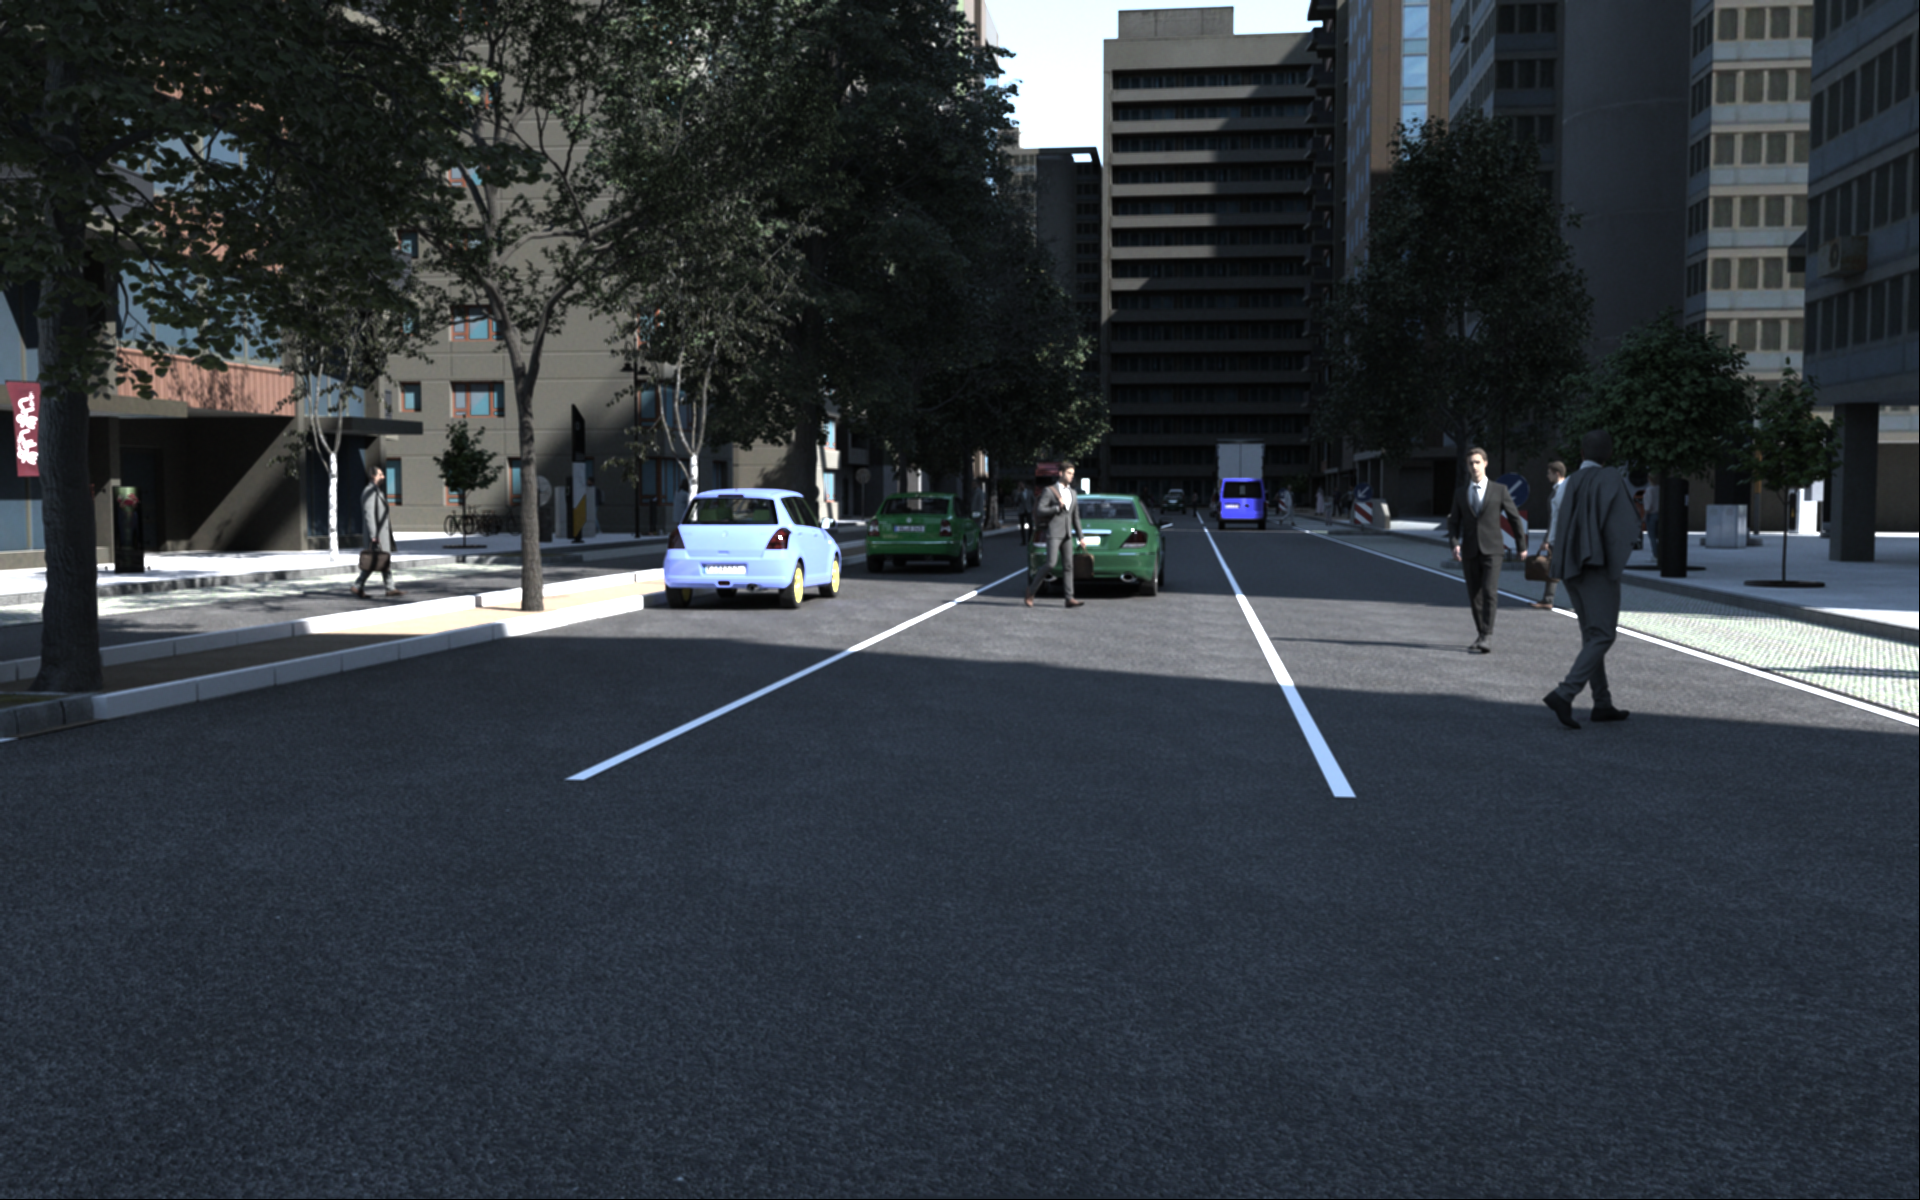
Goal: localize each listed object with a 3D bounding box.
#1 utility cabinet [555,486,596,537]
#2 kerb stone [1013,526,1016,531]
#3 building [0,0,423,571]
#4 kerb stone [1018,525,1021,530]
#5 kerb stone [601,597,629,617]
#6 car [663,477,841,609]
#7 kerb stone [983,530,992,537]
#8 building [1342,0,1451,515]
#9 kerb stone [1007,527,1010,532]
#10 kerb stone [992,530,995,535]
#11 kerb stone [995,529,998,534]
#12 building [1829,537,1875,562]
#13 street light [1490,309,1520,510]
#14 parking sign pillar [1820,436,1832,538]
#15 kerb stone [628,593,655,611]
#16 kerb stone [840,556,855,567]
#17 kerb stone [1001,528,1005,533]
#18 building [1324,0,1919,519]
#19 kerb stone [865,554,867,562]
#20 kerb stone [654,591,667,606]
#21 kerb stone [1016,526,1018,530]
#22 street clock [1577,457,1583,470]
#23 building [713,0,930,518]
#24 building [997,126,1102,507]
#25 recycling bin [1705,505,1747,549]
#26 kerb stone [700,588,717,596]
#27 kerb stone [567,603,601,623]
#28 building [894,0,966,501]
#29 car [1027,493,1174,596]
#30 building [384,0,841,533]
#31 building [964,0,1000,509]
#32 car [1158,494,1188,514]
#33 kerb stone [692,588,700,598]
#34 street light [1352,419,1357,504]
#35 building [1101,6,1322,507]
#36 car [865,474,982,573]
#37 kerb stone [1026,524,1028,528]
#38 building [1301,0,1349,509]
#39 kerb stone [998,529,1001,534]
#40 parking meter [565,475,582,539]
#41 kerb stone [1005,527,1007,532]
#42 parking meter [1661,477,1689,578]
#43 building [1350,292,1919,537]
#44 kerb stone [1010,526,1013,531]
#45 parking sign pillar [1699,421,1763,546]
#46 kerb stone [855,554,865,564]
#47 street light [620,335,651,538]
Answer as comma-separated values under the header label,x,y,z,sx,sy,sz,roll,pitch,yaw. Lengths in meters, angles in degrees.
label,x,y,z,sx,sy,sz,roll,pitch,yaw
utility cabinet,-11.314,-2.583,50.914,1.173,1.500,0.318,-3,5,-42
kerb stone,1.959,-2.761,67.380,0.120,0.150,1.000,0,4,7
building,-24.758,-23.232,34.464,22.147,44.769,28.867,0,4,7
kerb stone,2.226,-2.888,69.420,0.120,0.150,1.000,0,4,7
kerb stone,-4.181,0.099,20.592,0.120,0.150,1.000,0,4,7
car,-2.669,-0.818,22.961,1.945,1.707,3.694,0,4,7
kerb stone,0.892,-2.267,59.257,0.120,0.150,1.000,0,4,7
building,29.139,-27.274,96.041,14.600,45.320,14.200,0,4,7
kerb stone,1.692,-2.635,65.342,0.120,0.150,1.000,0,4,7
kerb stone,1.029,-2.329,60.272,0.120,0.150,1.000,0,4,7
kerb stone,1.156,-2.391,61.288,0.120,0.150,1.000,0,4,7
building,26.702,-20.168,21.628,23.993,40.220,32.217,0,4,7
street light,13.651,-4.324,43.480,0.468,5.910,1.993,0,4,7
parking sign pillar,25.919,-3.792,50.472,1.447,3.967,1.447,-2,4,-33
kerb stone,-4.045,0.035,21.623,0.120,0.150,1.000,0,4,7
kerb stone,-2.309,-0.774,34.843,0.120,0.150,1.000,0,4,7
kerb stone,1.431,-2.515,63.314,0.120,0.150,1.000,0,4,7
building,41.065,-25.823,114.086,32.217,40.220,23.993,0,4,7
kerb stone,-2.043,-0.894,36.892,0.120,0.150,1.000,0,4,7
kerb stone,-3.912,-0.027,22.639,0.120,0.150,1.000,0,4,7
kerb stone,2.090,-2.825,68.393,0.120,0.150,1.000,0,4,7
street clock,11.888,-1.722,32.730,0.471,2.002,0.358,-2,4,-32
building,-9.856,-20.567,107.973,14.160,30.474,14.107,0,4,7
building,3.663,-30.216,185.914,23.993,40.220,32.217,0,4,7
recycling bin,18.124,-1.737,40.958,0.722,1.027,0.722,3,5,42
kerb stone,-3.650,-0.151,24.668,0.120,0.150,1.000,0,4,7
kerb stone,-4.319,0.160,19.578,0.120,0.150,1.000,0,4,7
building,-7.423,-26.805,121.860,14.154,41.232,14.086,0,4,7
car,2.088,-0.856,25.793,2.131,1.459,4.920,1,4,9
building,-21.427,-13.873,71.867,27.650,21.520,28.899,0,4,7
building,-4.315,-30.819,154.007,14.200,45.320,14.600,0,4,7
car,15.291,-6.875,124.211,2.131,1.459,4.920,0,4,7
kerb stone,-3.783,-0.089,23.654,0.120,0.150,1.000,0,4,7
street light,18.780,-6.714,82.556,0.468,5.910,1.993,0,4,7
building,25.540,-33.839,176.970,21.600,48.544,21.300,0,4,7
car,-0.633,-1.480,32.987,1.959,1.807,4.718,0,4,7
kerb stone,2.622,-3.074,72.461,0.120,0.150,1.000,0,4,7
building,39.524,-29.733,140.755,22.147,44.769,28.867,0,4,7
kerb stone,1.287,-2.450,62.302,0.120,0.150,1.000,0,4,7
parking meter,-11.019,-2.672,49.401,0.399,1.863,0.255,-3,5,-44
kerb stone,1.558,-2.577,64.329,0.120,0.150,1.000,0,4,7
parking meter,11.013,-1.118,26.684,0.372,1.533,0.369,0,3,0
building,32.321,-22.912,66.490,32.217,40.220,23.993,0,4,7
kerb stone,1.825,-2.701,66.363,0.120,0.150,1.000,0,4,7
parking sign pillar,19.189,-3.334,42.983,1.447,3.967,1.447,0,4,4
kerb stone,-2.176,-0.832,35.874,0.120,0.150,1.000,0,4,7
street light,-9.442,-4.754,50.520,0.468,5.910,1.993,0,4,7
